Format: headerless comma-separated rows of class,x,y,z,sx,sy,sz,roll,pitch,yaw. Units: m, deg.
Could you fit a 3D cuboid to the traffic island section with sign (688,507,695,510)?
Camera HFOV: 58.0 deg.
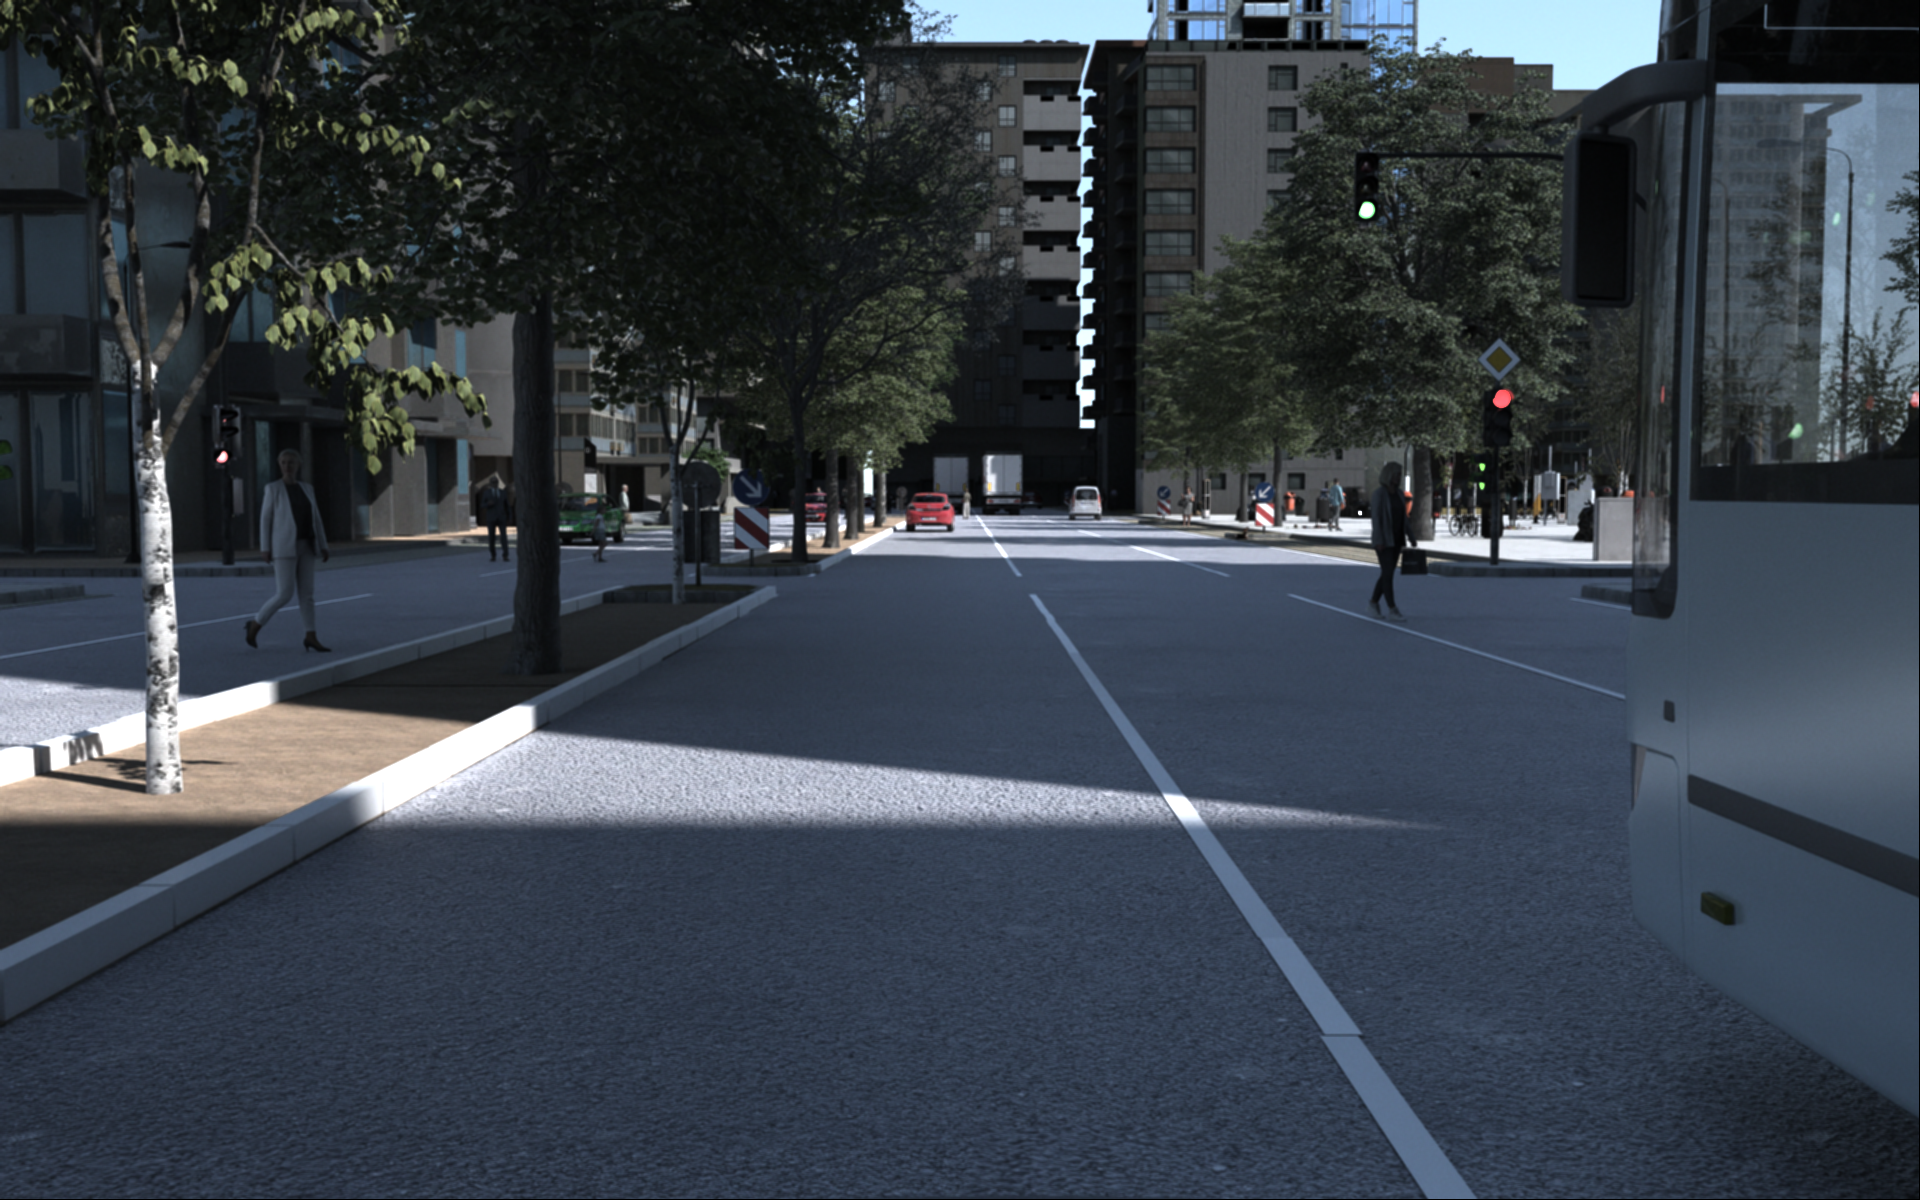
traffic island section with sign,-12.888,-4.547,82.979,1.989,1.847,2.006,0,3,0

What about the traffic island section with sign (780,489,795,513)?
traffic island section with sign,-12.850,-7.649,133.684,1.989,1.847,2.006,0,3,0

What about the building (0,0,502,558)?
building,-26.538,-26.061,45.706,23.786,49.044,30.456,0,3,0

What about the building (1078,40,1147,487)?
building,23.181,-31.340,167.027,22.147,44.769,28.867,0,3,0

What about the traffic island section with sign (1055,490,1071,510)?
traffic island section with sign,9.801,-9.286,160.451,1.989,1.847,2.006,0,3,0

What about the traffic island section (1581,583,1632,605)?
traffic island section,9.679,-0.065,23.336,2.009,0.180,2.903,0,3,0

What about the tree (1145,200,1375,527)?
tree,12.718,-9.112,67.110,7.486,12.596,7.792,0,3,0

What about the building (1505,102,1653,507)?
building,66.095,-28.991,165.881,23.993,40.220,32.217,0,3,0

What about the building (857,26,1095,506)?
building,2.518,-37.543,203.067,27.495,52.752,28.713,0,3,0

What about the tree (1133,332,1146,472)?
tree,13.133,-9.763,77.751,7.486,12.596,7.792,0,3,0

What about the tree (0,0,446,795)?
tree,-3.763,-3.362,7.782,4.737,8.622,4.395,0,3,0

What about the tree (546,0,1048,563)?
tree,-3.316,-7.510,35.622,12.009,13.543,11.850,0,3,0

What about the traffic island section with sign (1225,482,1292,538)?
traffic island section with sign,9.714,-2.934,56.597,1.989,1.847,2.006,0,3,0

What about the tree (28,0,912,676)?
tree,-3.485,-5.705,13.861,7.486,12.596,7.792,0,3,0

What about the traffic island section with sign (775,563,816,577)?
traffic island section with sign,-3.651,-1.398,30.993,2.006,1.907,1.989,0,3,0

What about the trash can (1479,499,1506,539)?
trash can,15.367,-2.347,50.024,0.748,1.137,0.748,0,3,0

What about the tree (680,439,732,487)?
tree,-15.271,-7.321,103.409,4.285,4.588,4.351,0,3,0

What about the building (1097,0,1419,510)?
building,23.291,-50.306,135.172,22.319,86.520,31.000,0,3,0

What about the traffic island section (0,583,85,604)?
traffic island section,-13.262,-0.066,23.359,2.009,0.180,2.903,0,3,0

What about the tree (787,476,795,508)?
tree,-15.423,-10.256,162.293,1.663,3.219,1.824,0,3,0

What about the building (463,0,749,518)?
building,-31.231,-26.060,117.957,32.217,40.220,23.993,0,3,0

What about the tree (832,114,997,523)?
tree,-5.014,-13.832,84.497,12.611,20.169,13.585,0,3,0

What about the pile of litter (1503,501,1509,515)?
pile of litter,33.489,-5.592,105.388,1.176,0.858,1.719,0,4,-7

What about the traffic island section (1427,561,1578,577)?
traffic island section,9.685,-0.553,31.321,2.009,0.180,2.903,0,3,0

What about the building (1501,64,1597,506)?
building,62.823,-35.211,199.406,21.600,48.544,21.300,0,3,0

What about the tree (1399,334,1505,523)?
tree,21.404,-7.718,76.550,4.737,8.622,4.395,0,3,0

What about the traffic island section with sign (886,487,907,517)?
traffic island section with sign,-3.602,-5.994,106.131,2.006,1.907,1.989,0,3,0

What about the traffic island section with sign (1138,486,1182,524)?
traffic island section with sign,9.728,-4.631,84.338,1.989,1.847,2.006,0,3,0

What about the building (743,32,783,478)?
building,-29.524,-33.886,143.268,28.713,52.752,27.495,0,3,0

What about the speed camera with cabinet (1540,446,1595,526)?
speed camera with cabinet,24.856,-4.680,70.848,2.038,3.252,0.660,2,4,30

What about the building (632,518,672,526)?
building,-29.276,-23.987,84.076,32.217,40.220,23.993,0,3,0

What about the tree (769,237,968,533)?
tree,-3.394,-8.880,73.408,9.928,11.665,9.643,0,3,0

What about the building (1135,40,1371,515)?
building,18.462,-20.948,114.194,14.160,30.474,14.107,0,3,0

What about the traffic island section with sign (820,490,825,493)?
traffic island section with sign,-12.826,-9.302,160.719,1.989,1.847,2.006,0,3,0

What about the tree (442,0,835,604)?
tree,-3.600,-4.226,21.915,4.737,8.622,4.395,0,3,0

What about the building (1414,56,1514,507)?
building,46.290,-32.126,175.378,14.200,45.320,14.600,0,3,0

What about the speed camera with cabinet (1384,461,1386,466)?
speed camera with cabinet,25.227,-6.625,102.657,0.660,3.252,2.038,2,4,24

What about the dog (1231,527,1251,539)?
dog,8.885,-2.103,54.577,0.550,0.427,0.748,-1,4,-17

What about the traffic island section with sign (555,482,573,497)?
traffic island section with sign,-12.909,-2.899,56.024,1.989,1.847,2.006,0,3,0

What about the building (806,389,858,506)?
building,-18.343,-26.042,197.486,14.107,30.474,14.160,0,3,0

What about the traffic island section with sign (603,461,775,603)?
traffic island section with sign,-3.666,-0.945,23.585,2.006,1.907,1.989,0,3,0

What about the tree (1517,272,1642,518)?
tree,21.376,-6.487,56.418,4.360,8.622,3.978,0,3,0

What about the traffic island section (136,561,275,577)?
traffic island section,-13.256,-0.554,31.344,2.009,0.180,2.903,0,3,0

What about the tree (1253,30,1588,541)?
tree,12.634,-8.595,47.190,9.857,13.997,8.962,0,3,0

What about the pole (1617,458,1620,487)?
pole,37.152,-6.352,97.697,0.158,3.312,0.155,0,3,0

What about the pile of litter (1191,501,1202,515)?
pile of litter,14.030,-5.435,102.830,1.176,0.858,1.719,-1,4,-11

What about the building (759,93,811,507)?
building,-22.365,-30.076,175.344,14.086,41.232,14.154,0,3,0

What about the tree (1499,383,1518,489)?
tree,29.941,-8.673,92.162,4.360,8.622,3.978,0,3,0

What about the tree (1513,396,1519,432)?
tree,29.593,-9.074,98.720,4.737,8.622,4.395,0,3,0
